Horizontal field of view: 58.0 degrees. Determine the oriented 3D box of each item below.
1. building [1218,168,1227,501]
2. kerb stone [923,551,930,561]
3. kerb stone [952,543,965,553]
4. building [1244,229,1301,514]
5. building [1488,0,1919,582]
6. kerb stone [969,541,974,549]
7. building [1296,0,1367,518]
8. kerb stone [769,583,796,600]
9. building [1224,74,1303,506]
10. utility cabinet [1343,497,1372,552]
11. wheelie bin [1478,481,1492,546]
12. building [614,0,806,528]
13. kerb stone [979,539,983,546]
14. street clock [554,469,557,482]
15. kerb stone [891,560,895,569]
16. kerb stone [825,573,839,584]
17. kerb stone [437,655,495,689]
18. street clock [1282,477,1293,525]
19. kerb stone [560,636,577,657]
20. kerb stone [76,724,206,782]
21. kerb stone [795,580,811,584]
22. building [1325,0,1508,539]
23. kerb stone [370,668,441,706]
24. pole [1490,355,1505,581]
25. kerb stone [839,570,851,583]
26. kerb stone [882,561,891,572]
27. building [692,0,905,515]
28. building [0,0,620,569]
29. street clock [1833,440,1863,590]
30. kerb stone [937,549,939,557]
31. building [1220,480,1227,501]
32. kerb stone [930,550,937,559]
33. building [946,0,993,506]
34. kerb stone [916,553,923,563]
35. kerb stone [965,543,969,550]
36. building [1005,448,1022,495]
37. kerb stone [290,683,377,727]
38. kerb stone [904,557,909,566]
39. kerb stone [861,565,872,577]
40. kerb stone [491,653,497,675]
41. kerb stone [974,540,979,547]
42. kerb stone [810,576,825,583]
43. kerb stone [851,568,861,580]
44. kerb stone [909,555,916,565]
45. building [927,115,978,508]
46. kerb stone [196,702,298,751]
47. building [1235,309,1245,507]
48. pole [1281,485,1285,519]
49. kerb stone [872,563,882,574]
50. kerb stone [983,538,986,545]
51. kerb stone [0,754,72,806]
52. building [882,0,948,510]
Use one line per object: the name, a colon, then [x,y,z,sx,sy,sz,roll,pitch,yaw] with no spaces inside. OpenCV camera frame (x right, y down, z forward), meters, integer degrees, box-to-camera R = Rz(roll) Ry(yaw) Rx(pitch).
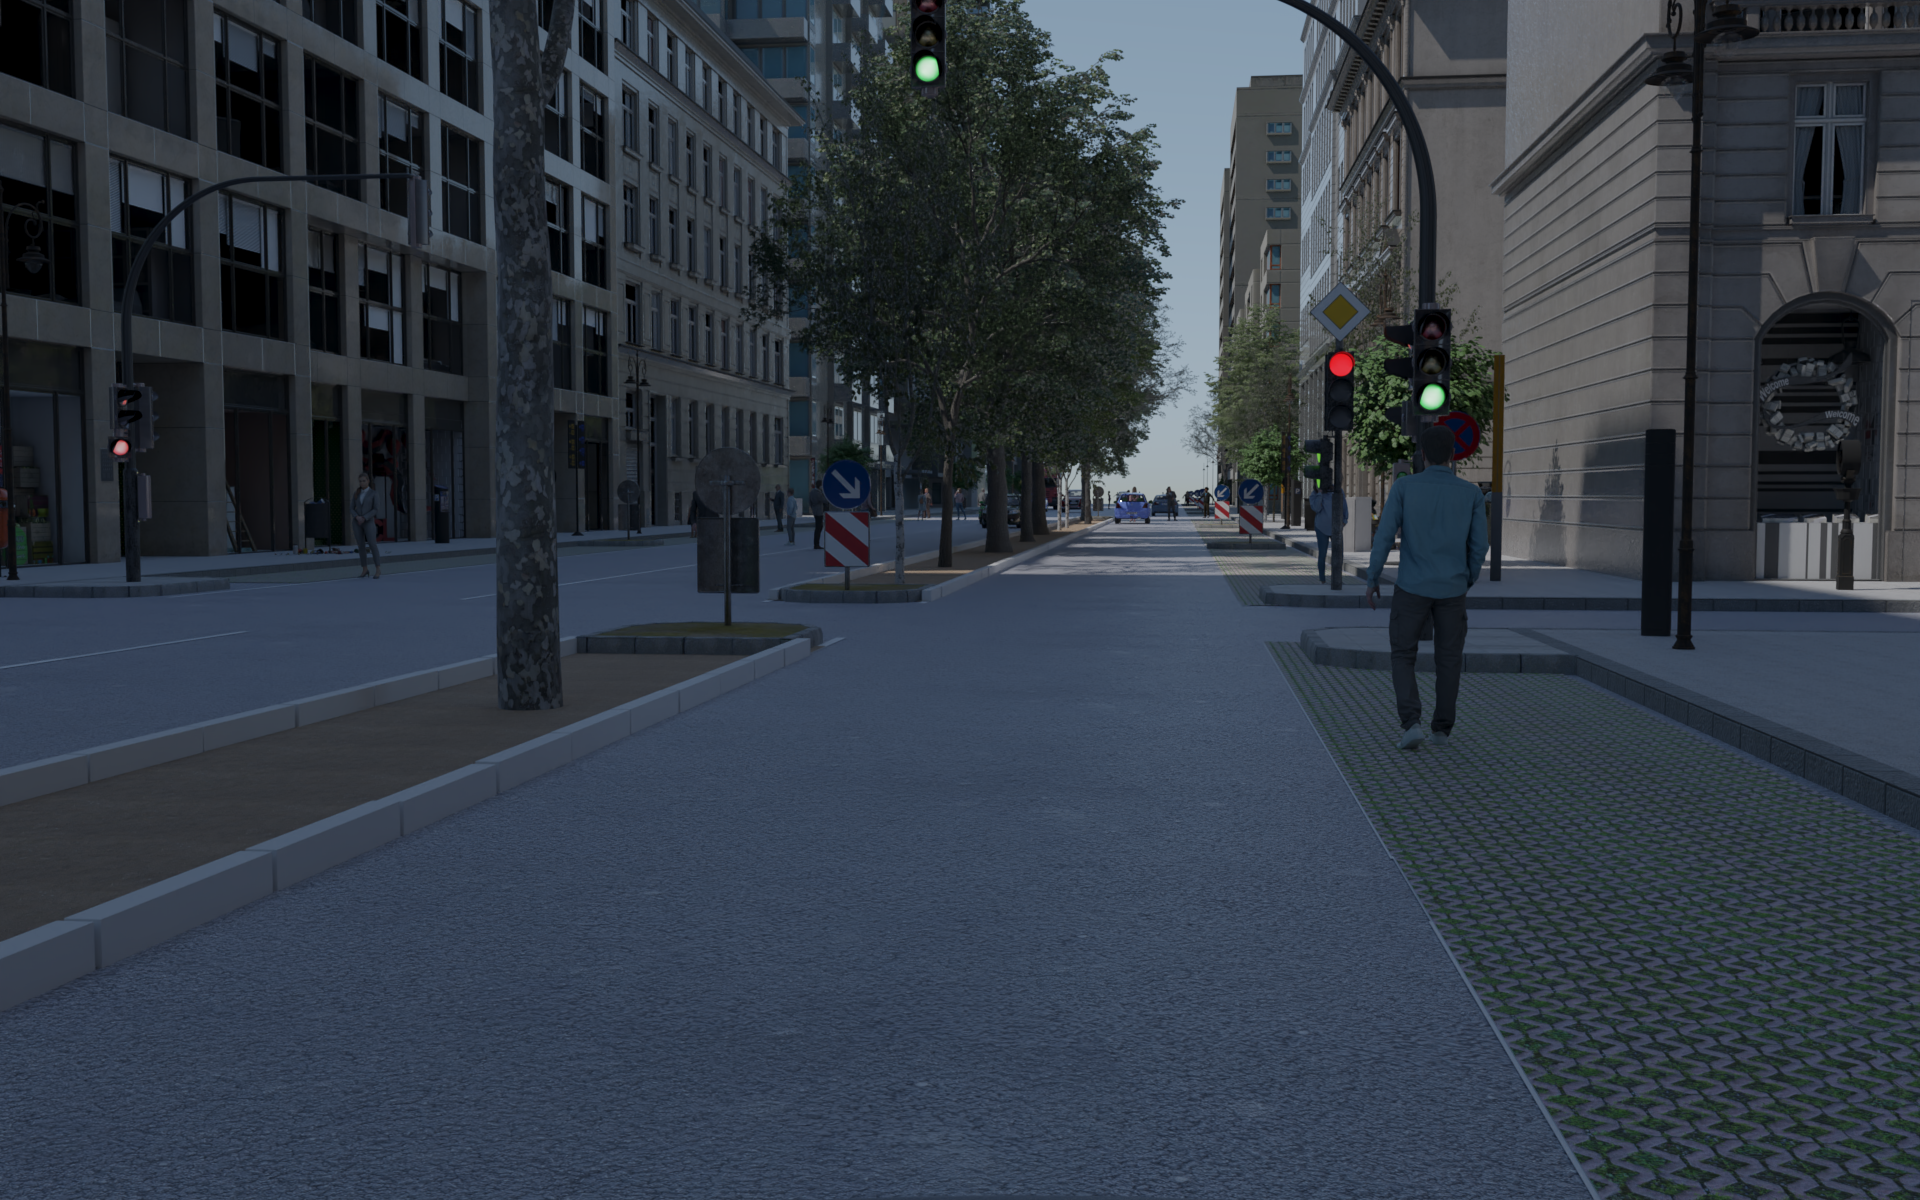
building: [47.363,-37.876,242.978,21.300,48.544,21.600,0,4,7]
kerb stone: [-0.820,-0.909,37.064,0.120,0.150,1.000,0,4,7]
kerb stone: [-0.066,-1.279,43.152,0.120,0.150,1.000,0,4,7]
building: [35.506,-17.181,125.949,27.650,21.520,28.899,0,4,7]
building: [22.202,-11.453,29.058,24.055,21.916,13.314,0,4,7]
kerb stone: [0.190,-1.403,45.190,0.120,0.150,1.000,0,4,7]
building: [22.541,-18.582,81.306,11.434,29.767,29.804,0,4,7]
kerb stone: [-2.456,-0.094,23.818,0.120,0.150,1.000,0,4,7]
building: [41.634,-35.052,196.806,21.300,48.544,21.600,0,4,7]
utility cabinet: [8.847,-1.678,38.591,0.306,1.237,1.020,2,4,33]
wheelie bin: [13.095,-2.142,42.925,0.693,1.594,0.980,-2,4,-30]
building: [-17.870,-14.912,77.094,16.112,22.955,30.059,0,4,7]
kerb stone: [0.438,-1.525,47.223,0.120,0.150,1.000,0,4,7]
street clock: [-11.300,-2.631,47.589,0.471,2.002,0.358,3,5,43]
kerb stone: [-1.332,-0.659,32.982,0.120,0.150,1.000,0,4,7]
kerb stone: [-2.076,-0.286,26.873,0.120,0.150,1.000,0,4,7]
kerb stone: [-3.792,0.560,13.117,0.120,0.150,1.000,0,4,7]
street clock: [13.624,-4.124,72.005,0.358,2.002,0.471,-2,4,-34]
kerb stone: [-3.528,0.433,15.157,0.120,0.150,1.000,0,4,7]
kerb stone: [-4.291,0.804,9.051,0.120,0.150,1.000,0,4,7]
kerb stone: [-2.335,-0.162,24.838,0.120,0.150,1.000,0,4,7]
building: [18.238,-11.793,57.444,10.561,19.102,19.286,0,4,7]
kerb stone: [-3.915,0.618,12.098,0.120,0.150,1.000,0,4,7]
pole: [7.909,-1.935,25.478,0.158,3.312,0.155,0,3,0]
kerb stone: [-1.956,-0.348,27.890,0.120,0.150,1.000,0,4,7]
kerb stone: [-1.460,-0.597,31.961,0.120,0.150,1.000,0,4,7]
building: [-16.760,-30.369,116.139,23.786,49.044,30.456,0,4,7]
building: [-23.762,-14.734,45.425,19.350,26.468,34.151,0,4,7]
street clock: [11.847,-1.135,23.131,0.358,2.002,0.471,1,4,17]
kerb stone: [-0.575,-1.033,39.094,0.120,0.150,1.000,0,4,7]
building: [49.668,-32.302,220.020,32.217,40.220,23.993,0,4,7]
kerb stone: [-0.693,-0.971,38.078,0.120,0.150,1.000,0,4,7]
building: [-6.562,-54.283,200.202,22.319,86.520,31.000,0,4,7]
kerb stone: [-0.948,-0.843,36.040,0.120,0.150,1.000,0,4,7]
kerb stone: [0.056,-1.340,44.177,0.120,0.150,1.000,0,4,7]
building: [1.097,-33.020,223.465,14.154,41.232,14.086,0,4,7]
kerb stone: [-4.036,0.680,11.081,0.120,0.150,1.000,0,4,7]
kerb stone: [-1.197,-0.718,34.007,0.120,0.150,1.000,0,4,7]
kerb stone: [-1.709,-0.473,29.925,0.120,0.150,1.000,0,4,7]
kerb stone: [-3.661,0.495,14.143,0.120,0.150,1.000,0,4,7]
kerb stone: [0.315,-1.465,46.209,0.120,0.150,1.000,0,4,7]
kerb stone: [-2.213,-0.224,25.858,0.120,0.150,1.000,0,4,7]
kerb stone: [-1.838,-0.410,28.905,0.120,0.150,1.000,0,4,7]
kerb stone: [-1.074,-0.784,35.026,0.120,0.150,1.000,0,4,7]
building: [-6.052,-29.503,165.968,14.154,41.232,14.086,0,4,7]
kerb stone: [-4.174,0.744,10.068,0.120,0.150,1.000,0,4,7]
building: [39.125,-18.931,154.566,27.650,21.520,28.899,0,4,7]
pole: [16.551,-5.798,88.636,0.158,3.312,0.155,0,3,0]
kerb stone: [-1.584,-0.534,30.946,0.120,0.150,1.000,0,4,7]
kerb stone: [0.567,-1.593,48.242,0.120,0.150,1.000,0,4,7]
kerb stone: [-4.412,0.866,8.031,0.120,0.150,1.000,0,4,7]
building: [-15.679,-34.046,145.895,28.713,52.752,27.495,0,4,7]
